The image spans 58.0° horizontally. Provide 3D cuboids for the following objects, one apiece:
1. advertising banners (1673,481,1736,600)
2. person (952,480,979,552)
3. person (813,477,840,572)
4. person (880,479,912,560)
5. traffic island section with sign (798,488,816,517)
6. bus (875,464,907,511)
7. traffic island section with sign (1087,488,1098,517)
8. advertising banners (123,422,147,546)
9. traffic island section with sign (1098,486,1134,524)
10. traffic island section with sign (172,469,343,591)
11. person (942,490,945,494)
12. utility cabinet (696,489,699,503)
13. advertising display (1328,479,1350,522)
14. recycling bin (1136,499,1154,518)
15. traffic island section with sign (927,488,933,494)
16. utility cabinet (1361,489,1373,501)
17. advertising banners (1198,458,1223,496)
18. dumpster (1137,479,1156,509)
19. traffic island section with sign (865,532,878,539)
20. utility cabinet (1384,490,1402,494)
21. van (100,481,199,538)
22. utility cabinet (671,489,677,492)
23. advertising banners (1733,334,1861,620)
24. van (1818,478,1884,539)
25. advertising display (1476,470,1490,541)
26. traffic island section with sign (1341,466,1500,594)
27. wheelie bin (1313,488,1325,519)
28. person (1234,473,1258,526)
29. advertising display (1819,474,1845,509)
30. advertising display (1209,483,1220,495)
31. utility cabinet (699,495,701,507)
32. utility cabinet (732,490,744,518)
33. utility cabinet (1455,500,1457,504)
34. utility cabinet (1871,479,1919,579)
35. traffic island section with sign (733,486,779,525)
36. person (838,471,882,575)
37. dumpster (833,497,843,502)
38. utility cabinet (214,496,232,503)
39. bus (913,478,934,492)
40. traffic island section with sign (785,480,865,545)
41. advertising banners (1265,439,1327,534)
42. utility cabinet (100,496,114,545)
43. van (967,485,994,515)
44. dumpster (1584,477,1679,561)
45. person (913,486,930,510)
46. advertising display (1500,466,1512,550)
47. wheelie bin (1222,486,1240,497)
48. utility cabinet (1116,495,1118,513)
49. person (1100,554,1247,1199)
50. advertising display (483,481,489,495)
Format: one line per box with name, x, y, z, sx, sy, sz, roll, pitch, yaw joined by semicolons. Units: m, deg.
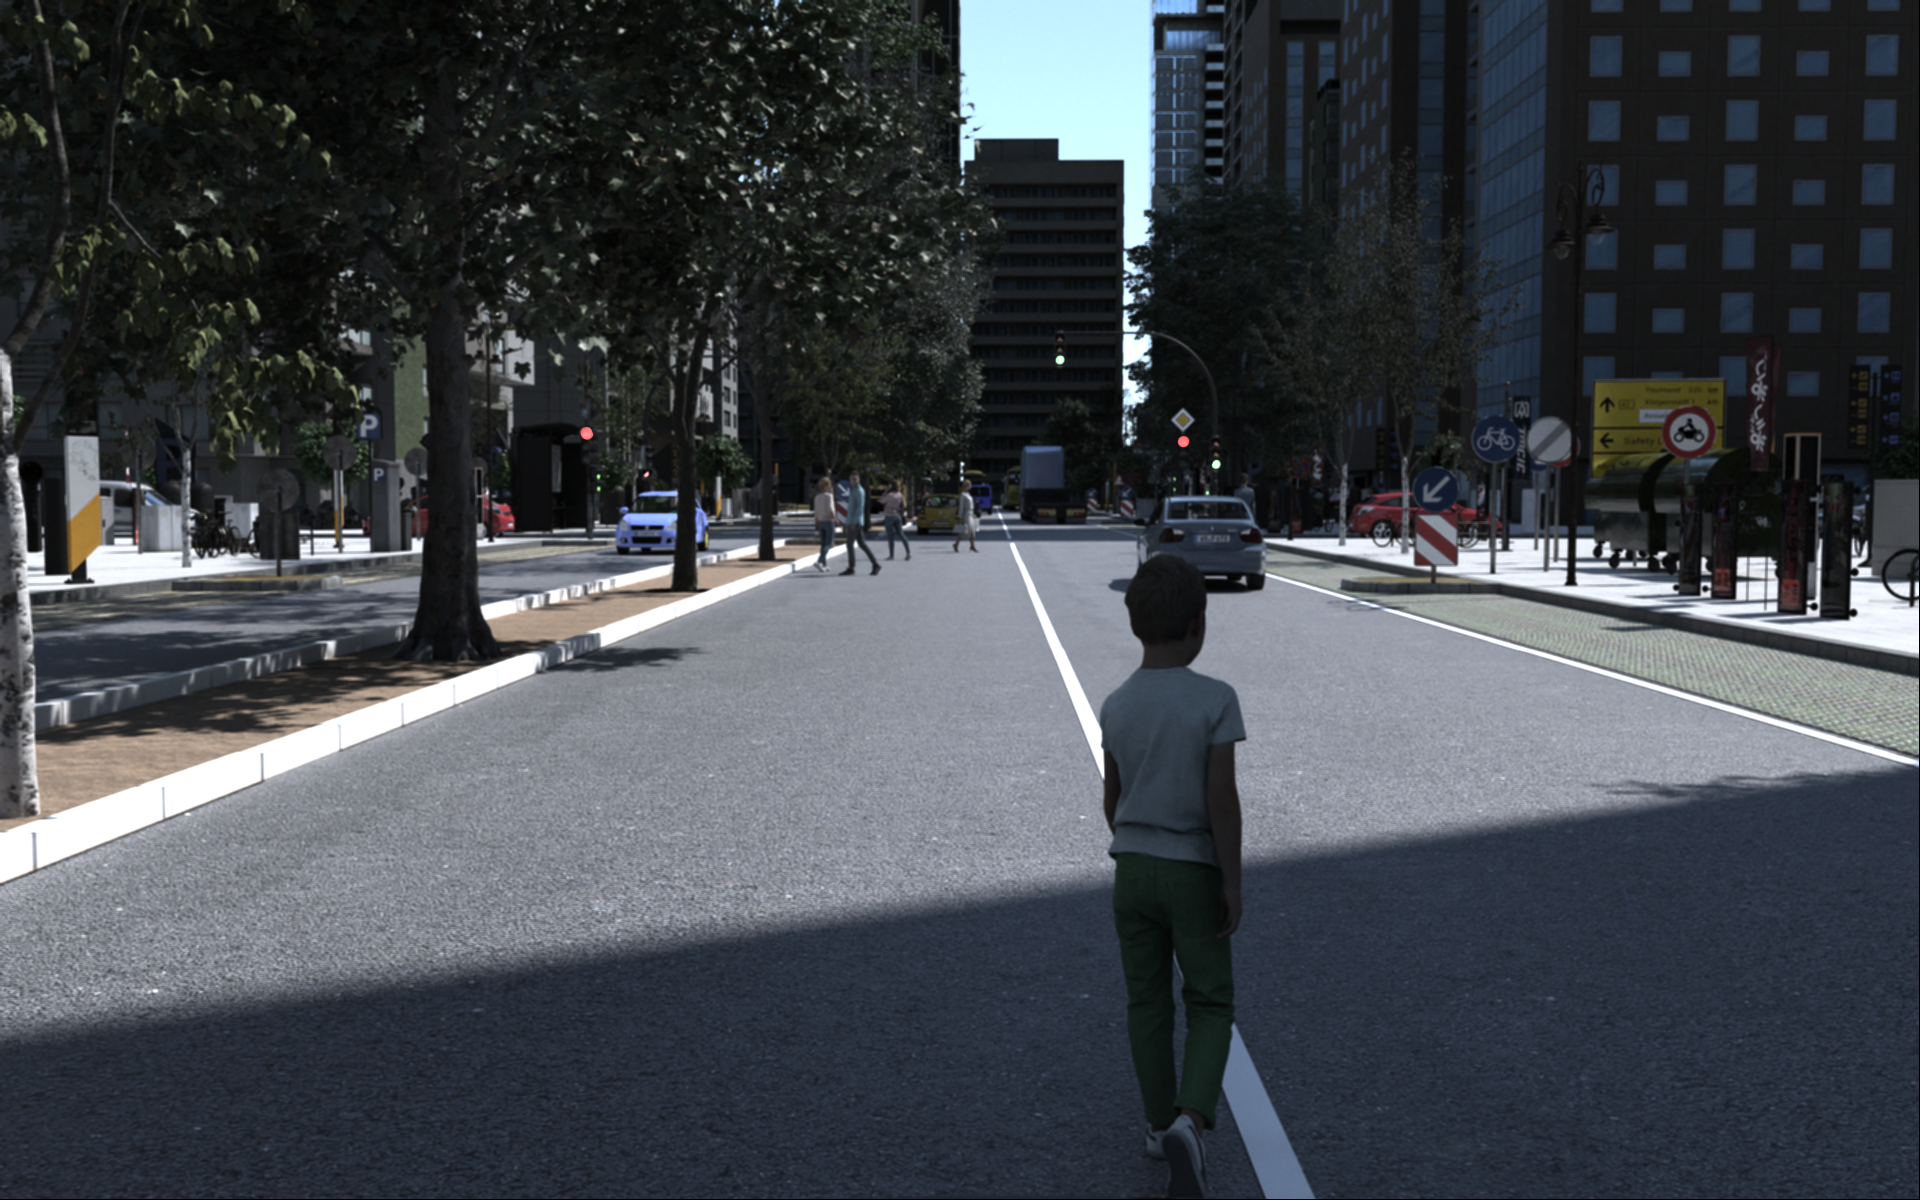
advertising banners;9.357;-1.528;21.172;0.090;3.025;2.074;0;4;-8
person;0.142;-2.076;42.788;0.624;1.780;0.694;2;4;33
person;-2.495;-1.393;31.942;0.731;1.740;0.598;2;4;33
person;-1.363;-1.748;37.676;0.593;1.750;0.643;-3;5;-40
traffic island section with sign;-9.058;-6.112;108.561;1.989;1.847;2.006;0;4;1
bus;-5.756;-9.254;142.850;2.896;3.916;12.252;0;4;2
traffic island section with sign;8.225;-6.179;109.651;1.989;1.847;2.006;0;4;1
advertising banners;-20.618;-2.881;43.292;0.090;3.025;2.074;-1;4;-13
traffic island section with sign;7.737;-4.496;82.137;1.989;1.847;2.006;0;4;1
traffic island section with sign;-10.531;-1.078;26.260;1.989;1.847;2.006;0;4;1
person;-1.396;-8.813;152.674;0.705;1.814;1.350;1;4;18
utility cabinet;-12.818;-4.493;82.145;0.318;1.500;1.173;-3;5;-42
advertising display;16.710;-4.353;76.385;0.974;1.923;0.123;1;4;11
recycling bin;10.099;-5.002;94.338;0.722;1.027;0.722;-3;4;-37
traffic island section with sign;-2.383;-7.550;131.581;2.006;1.907;1.989;0;4;1
utility cabinet;18.501;-4.282;78.692;0.318;1.500;1.173;2;4;23
advertising banners;11.943;-5.161;80.574;2.074;3.025;0.090;-1;4;-22
dumpster;11.875;-6.546;109.523;1.502;2.255;1.985;0;4;1
traffic island section with sign;-3.713;-2.955;56.454;2.006;1.907;1.989;0;4;1
utility cabinet;22.765;-5.001;90.447;1.173;1.500;0.318;2;4;31
van;-25.415;-2.825;53.201;4.112;2.044;2.013;0;4;2
utility cabinet;-13.048;-4.402;80.657;0.318;1.500;1.173;2;4;25
advertising banners;8.939;-1.364;18.489;0.090;3.025;2.074;0;4;-6
van;28.243;-2.816;53.048;4.112;2.044;2.013;0;4;1
advertising display;14.398;-2.598;47.688;0.123;1.923;0.974;0;4;3
traffic island section with sign;6.729;-1.039;25.611;1.989;1.847;2.006;0;4;1
wheelie bin;17.260;-4.659;84.075;0.693;1.594;0.980;-3;4;-38
person;5.368;-1.478;32.694;0.581;1.822;0.654;-1;4;-9
advertising display;28.420;-3.151;56.726;0.974;1.923;0.123;0;4;6
advertising display;14.491;-5.788;99.853;0.974;1.923;0.123;0;4;3
utility cabinet;-16.235;-5.782;105.689;1.020;1.237;0.306;-3;4;-38
utility cabinet;-11.583;-5.001;90.448;0.318;1.500;1.173;0;4;8
utility cabinet;26.016;-4.918;91.574;0.306;1.237;1.020;2;4;26
utility cabinet;14.299;-1.065;26.099;0.318;1.500;1.173;-1;4;-9
traffic island section with sign;-9.553;-4.458;81.509;1.989;1.847;2.006;0;4;1
person;-1.767;-1.354;30.495;0.748;1.841;0.638;0;4;2
dumpster;-9.057;-6.904;121.090;1.865;1.857;1.264;0;4;2
utility cabinet;-29.864;-3.585;69.772;1.020;1.237;0.306;-1;4;-17
bus;-4.385;-12.103;192.735;2.948;3.499;13.247;0;4;-1
traffic island section with sign;-3.854;-2.502;49.048;2.006;1.907;1.989;0;4;1
advertising banners;10.828;-3.651;55.879;2.074;3.025;0.090;2;4;33
utility cabinet;-21.637;-1.962;43.248;0.306;1.237;1.020;1;4;21
van;1.270;-7.129;120.949;2.240;2.365;5.245;0;3;0
dumpster;13.352;-1.932;34.089;1.502;2.255;1.985;0;4;1
person;-1.562;-3.800;70.987;0.716;1.782;0.532;0;4;1
advertising display;12.568;-2.119;39.861;0.123;1.923;0.974;1;4;10
wheelie bin;10.331;-3.532;65.658;0.980;1.594;0.693;0;4;-7
utility cabinet;11.057;-6.614;119.308;1.020;1.237;0.306;1;4;13
person;0.437;0.560;3.595;0.306;1.304;0.590;1;4;8
advertising display;-22.593;-4.714;82.295;0.123;1.923;0.974;1;4;16
